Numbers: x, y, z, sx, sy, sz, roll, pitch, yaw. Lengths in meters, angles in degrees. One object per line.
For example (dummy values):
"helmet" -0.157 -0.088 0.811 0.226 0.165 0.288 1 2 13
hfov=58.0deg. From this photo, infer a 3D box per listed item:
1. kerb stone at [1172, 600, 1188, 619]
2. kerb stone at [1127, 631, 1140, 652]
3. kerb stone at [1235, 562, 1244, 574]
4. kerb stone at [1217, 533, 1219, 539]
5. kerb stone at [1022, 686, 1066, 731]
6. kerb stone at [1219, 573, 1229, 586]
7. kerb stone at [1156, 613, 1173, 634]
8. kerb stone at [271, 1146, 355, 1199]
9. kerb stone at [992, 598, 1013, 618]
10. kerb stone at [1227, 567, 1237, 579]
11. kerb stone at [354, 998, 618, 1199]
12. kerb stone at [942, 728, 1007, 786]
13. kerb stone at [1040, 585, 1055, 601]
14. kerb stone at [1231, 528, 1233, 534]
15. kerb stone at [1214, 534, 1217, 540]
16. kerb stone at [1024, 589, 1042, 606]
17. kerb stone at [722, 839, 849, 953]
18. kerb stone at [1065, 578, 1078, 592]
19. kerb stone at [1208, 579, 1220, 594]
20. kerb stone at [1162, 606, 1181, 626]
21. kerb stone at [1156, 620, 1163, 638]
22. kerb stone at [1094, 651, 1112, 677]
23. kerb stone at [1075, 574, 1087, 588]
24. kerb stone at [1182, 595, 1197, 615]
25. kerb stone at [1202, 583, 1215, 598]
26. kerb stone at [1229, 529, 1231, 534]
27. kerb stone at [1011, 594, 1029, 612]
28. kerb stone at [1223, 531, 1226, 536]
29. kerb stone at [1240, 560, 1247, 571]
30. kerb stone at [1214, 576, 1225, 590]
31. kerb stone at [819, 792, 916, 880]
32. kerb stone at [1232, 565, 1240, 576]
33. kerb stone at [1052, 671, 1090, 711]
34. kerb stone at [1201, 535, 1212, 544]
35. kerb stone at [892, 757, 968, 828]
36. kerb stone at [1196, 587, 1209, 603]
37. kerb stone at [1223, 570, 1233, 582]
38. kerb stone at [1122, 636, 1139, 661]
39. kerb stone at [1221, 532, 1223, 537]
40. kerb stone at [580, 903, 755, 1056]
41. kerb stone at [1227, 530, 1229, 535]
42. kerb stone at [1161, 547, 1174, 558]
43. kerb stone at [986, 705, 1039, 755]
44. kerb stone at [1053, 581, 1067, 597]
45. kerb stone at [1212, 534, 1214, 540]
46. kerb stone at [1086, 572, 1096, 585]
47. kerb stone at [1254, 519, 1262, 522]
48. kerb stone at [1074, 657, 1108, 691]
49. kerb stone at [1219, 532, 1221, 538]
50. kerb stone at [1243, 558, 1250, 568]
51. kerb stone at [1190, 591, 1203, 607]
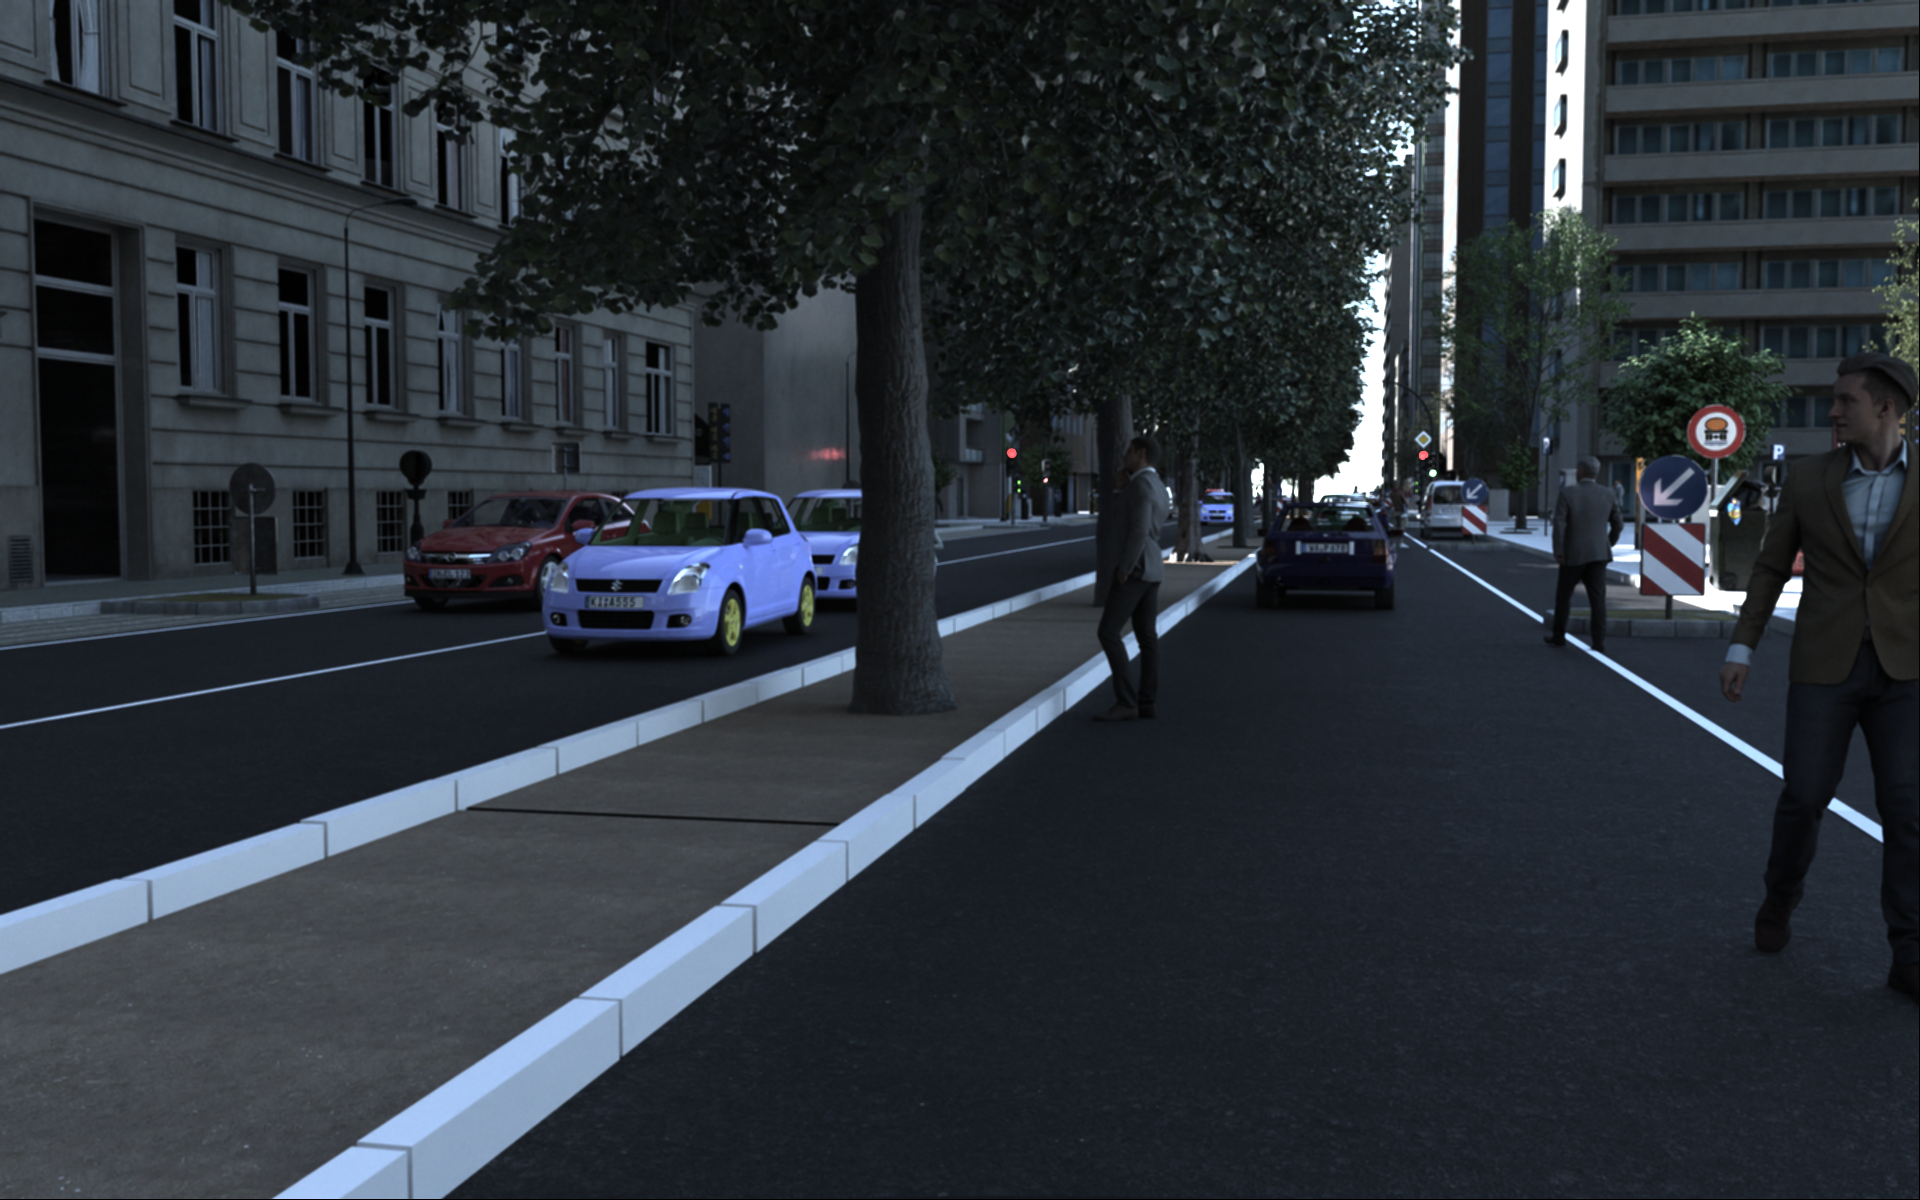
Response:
"kerb stone" 2.492 0.140 19.901 0.120 0.150 1.000 1 4 12
"kerb stone" 1.616 0.385 15.907 0.120 0.150 1.000 1 4 12
"kerb stone" 4.928 -0.532 30.893 0.120 0.150 1.000 1 4 12
"kerb stone" 7.959 -1.967 54.353 0.120 0.150 1.000 1 4 12
"kerb stone" 0.514 0.690 10.910 0.120 0.150 1.000 1 4 12
"kerb stone" 4.047 -0.280 26.890 0.120 0.150 1.000 1 4 12
"kerb stone" 2.063 0.267 17.902 0.120 0.150 1.000 1 4 12
"kerb stone" -1.245 1.180 2.909 0.120 0.150 1.000 1 4 12
"kerb stone" 0.437 0.116 20.291 0.120 0.150 1.000 1 4 12
"kerb stone" 4.485 -0.410 28.896 0.120 0.150 1.000 1 4 12
"kerb stone" -1.028 1.118 3.908 0.120 0.150 1.000 1 4 12
"kerb stone" 0.073 0.813 8.910 0.120 0.150 1.000 1 4 12
"kerb stone" 1.102 -0.066 23.304 0.120 0.150 1.000 1 4 12
"kerb stone" 9.503 -2.396 61.366 0.120 0.150 1.000 1 4 12
"kerb stone" 7.734 -1.906 53.354 0.120 0.150 1.000 1 4 12
"kerb stone" 0.879 -0.006 22.301 0.120 0.150 1.000 1 4 12
"kerb stone" -0.585 0.996 5.906 0.120 0.150 1.000 1 4 12
"kerb stone" 1.546 -0.188 25.308 0.120 0.150 1.000 1 4 12
"kerb stone" 3.607 -0.162 24.892 0.120 0.150 1.000 1 4 12
"kerb stone" 2.278 0.201 18.901 0.120 0.150 1.000 1 4 12
"kerb stone" 1.842 0.328 16.904 0.120 0.150 1.000 1 4 12
"kerb stone" 1.174 0.507 13.907 0.120 0.150 1.000 1 4 12
"kerb stone" 1.766 -0.251 26.306 0.120 0.150 1.000 1 4 12
"kerb stone" 2.725 0.079 20.898 0.120 0.150 1.000 1 4 12
"kerb stone" 3.385 -0.104 23.894 0.120 0.150 1.000 1 4 12
"kerb stone" 9.272 -2.333 60.360 0.120 0.150 1.000 1 4 12
"kerb stone" 0.666 0.055 21.292 0.120 0.150 1.000 1 4 12
"kerb stone" 8.620 -2.151 57.363 0.120 0.150 1.000 1 4 12
"kerb stone" 5.149 -0.593 31.892 0.120 0.150 1.000 1 4 12
"kerb stone" 3.827 -0.226 25.891 0.120 0.150 1.000 1 4 12
"kerb stone" -0.364 0.935 6.904 0.120 0.150 1.000 1 4 12
"kerb stone" 4.700 -0.467 29.896 0.120 0.150 1.000 1 4 12
"kerb stone" 0.742 0.629 11.906 0.120 0.150 1.000 1 4 12
"kerb stone" 7.289 -1.784 51.358 0.120 0.150 1.000 1 4 12
"kerb stone" -0.140 0.878 7.909 0.120 0.150 1.000 1 4 12
"kerb stone" 3.161 -0.040 22.897 0.120 0.150 1.000 1 4 12
"kerb stone" 4.263 -0.347 27.898 0.120 0.150 1.000 1 4 12
"kerb stone" 1.404 0.448 14.907 0.120 0.150 1.000 1 4 12
"kerb stone" 8.394 -2.081 56.362 0.120 0.150 1.000 1 4 12
"kerb stone" -0.810 1.060 4.909 0.120 0.150 1.000 1 4 12
"kerb stone" 9.055 -2.267 59.361 0.120 0.150 1.000 1 4 12
"kerb stone" 4.858 -1.108 40.318 0.120 0.150 1.000 1 4 12
"kerb stone" 0.292 0.751 9.912 0.120 0.150 1.000 1 4 12
"kerb stone" 1.323 -0.129 24.304 0.120 0.150 1.000 1 4 12
"kerb stone" 7.510 -1.845 52.356 0.120 0.150 1.000 1 4 12
"kerb stone" 1.984 -0.313 27.308 0.120 0.150 1.000 1 4 12
"kerb stone" 14.465 -3.773 83.883 0.120 0.150 1.000 1 4 12
"kerb stone" 0.959 0.568 12.905 0.120 0.150 1.000 1 4 12
"kerb stone" 8.172 -2.025 55.353 0.120 0.150 1.000 1 4 12
"kerb stone" 5.370 -0.654 32.890 0.120 0.150 1.000 1 4 12
"kerb stone" 2.944 0.018 21.898 0.120 0.150 1.000 1 4 12
